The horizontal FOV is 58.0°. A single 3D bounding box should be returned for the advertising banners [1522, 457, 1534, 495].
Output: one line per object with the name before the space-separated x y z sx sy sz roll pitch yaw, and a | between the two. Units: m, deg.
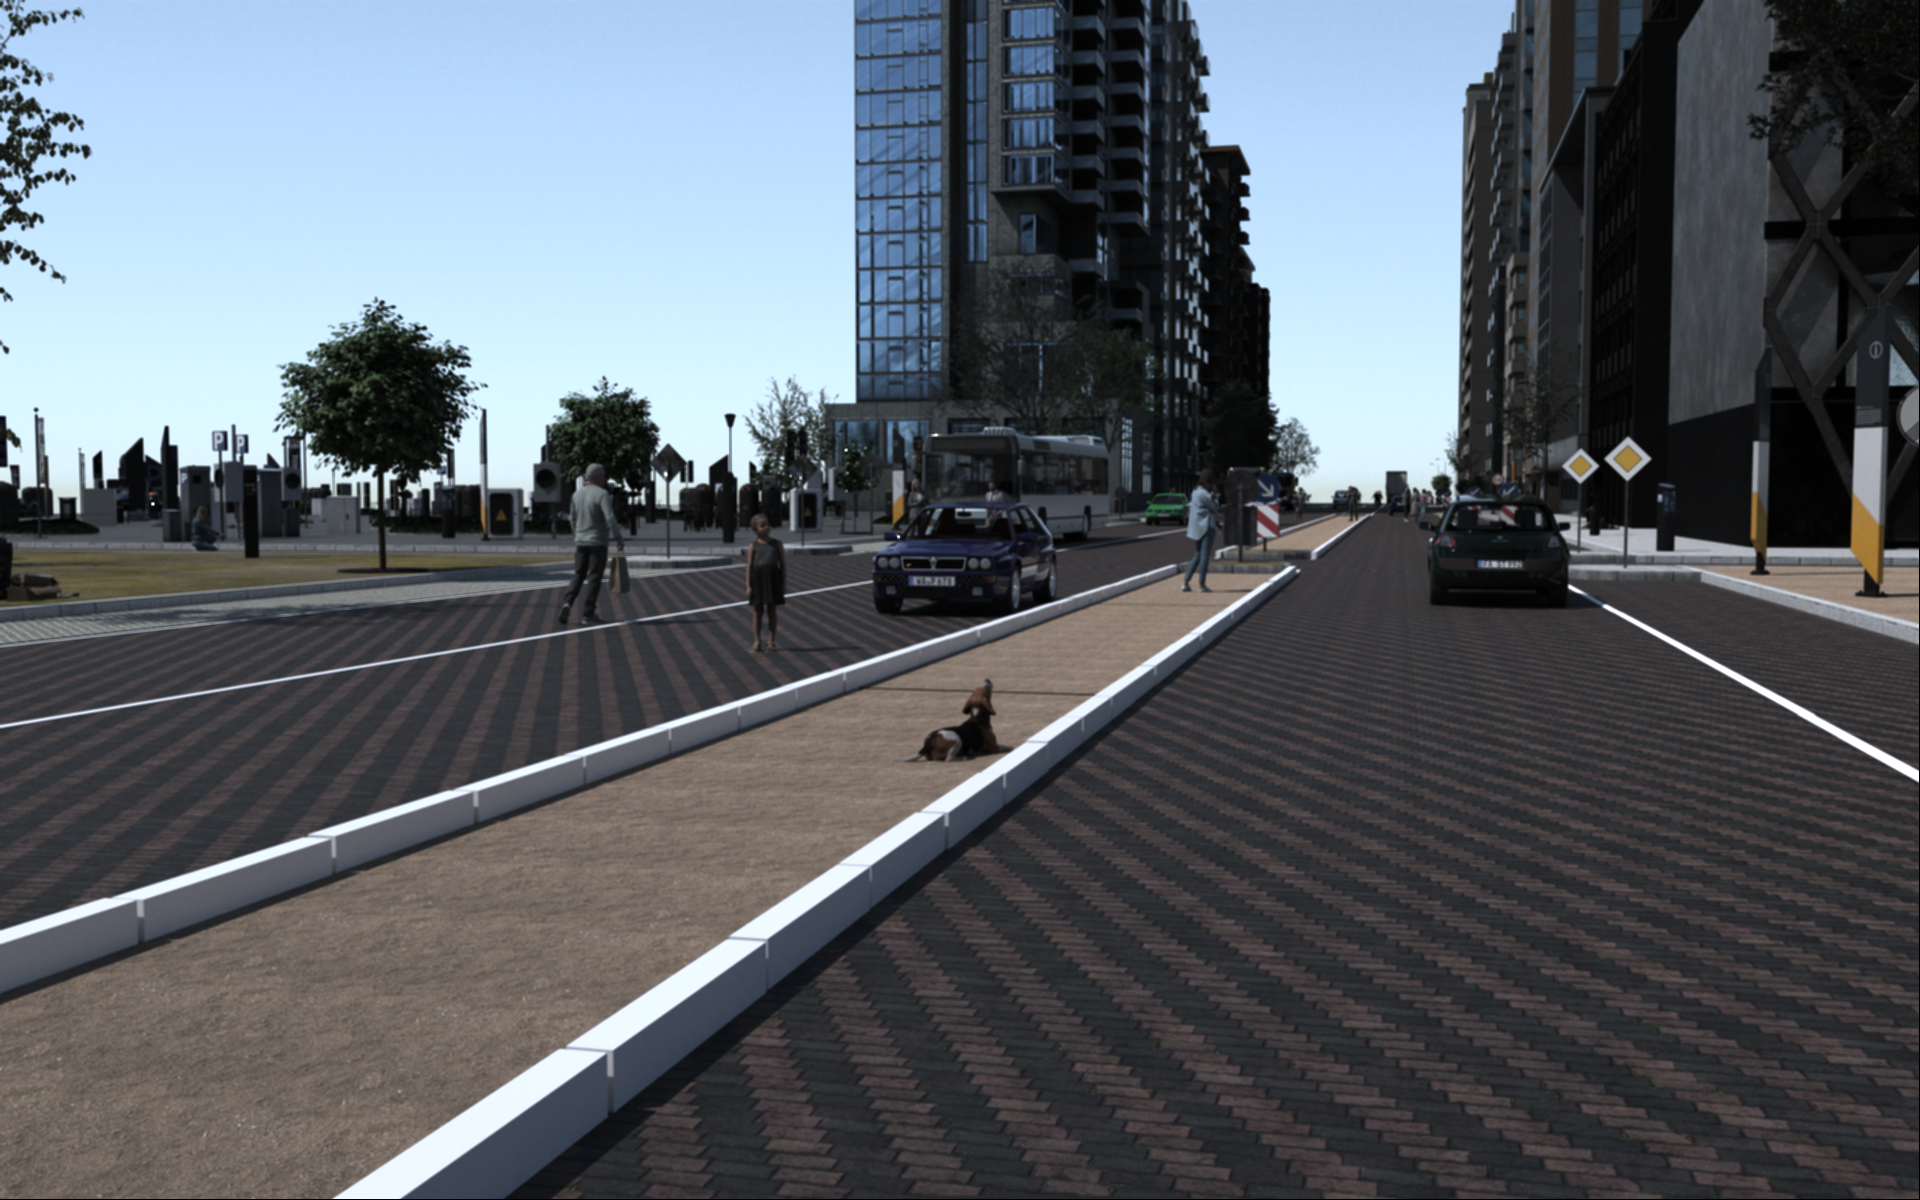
advertising banners | 26.551 -5.189 81.034 0.090 3.025 2.074 0 4 5

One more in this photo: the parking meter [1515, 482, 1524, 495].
parking meter | 27.159 -4.798 84.155 0.399 1.863 0.255 2 4 26

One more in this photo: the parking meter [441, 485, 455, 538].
parking meter | -14.973 -2.584 50.667 0.372 1.533 0.369 0 3 0

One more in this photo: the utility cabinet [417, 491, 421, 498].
utility cabinet | -38.614 -7.080 124.433 0.318 1.500 1.173 -3 5 -41

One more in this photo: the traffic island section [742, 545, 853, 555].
traffic island section | -3.845 -1.213 42.117 2.009 0.180 2.903 1 4 14

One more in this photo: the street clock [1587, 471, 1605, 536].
street clock | 20.109 -3.069 54.745 0.471 2.002 0.358 -1 4 -20

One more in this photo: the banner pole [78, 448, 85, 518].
banner pole | -47.672 -6.365 94.077 0.863 3.779 0.401 3 5 44

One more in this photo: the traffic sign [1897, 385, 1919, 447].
traffic sign | 11.000 -1.193 19.609 0.768 2.556 0.104 1 4 18

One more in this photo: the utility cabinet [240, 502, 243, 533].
utility cabinet | -22.951 -2.922 56.452 1.173 1.500 0.318 0 4 2

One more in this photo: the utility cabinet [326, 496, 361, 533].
utility cabinet | -20.139 -2.777 56.571 1.020 1.237 0.306 0 4 6

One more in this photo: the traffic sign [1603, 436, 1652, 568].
traffic sign | 11.514 -1.607 29.922 0.795 2.450 0.064 1 4 14

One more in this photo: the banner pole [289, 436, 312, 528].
banner pole | -25.124 -4.639 65.870 0.863 3.779 0.401 0 4 5

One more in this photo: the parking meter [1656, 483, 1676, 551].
parking meter | 15.868 -1.866 38.919 0.372 1.533 0.369 0 3 0

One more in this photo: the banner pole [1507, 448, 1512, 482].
banner pole | 29.875 -6.378 94.291 0.401 3.779 0.863 2 4 33

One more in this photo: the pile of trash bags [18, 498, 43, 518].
pile of trash bags | -51.576 -5.123 93.520 1.912 1.369 3.447 2 4 30

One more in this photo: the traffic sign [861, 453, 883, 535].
traffic sign | -2.756 -3.299 54.040 0.768 2.556 0.104 1 4 21

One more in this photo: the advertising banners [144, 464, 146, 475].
advertising banners | -49.018 -6.474 102.042 2.074 3.025 0.090 0 4 -5

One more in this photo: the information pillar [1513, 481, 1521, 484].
information pillar | 31.116 -5.648 96.838 0.304 2.012 0.304 -3 4 -39

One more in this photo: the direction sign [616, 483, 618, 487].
direction sign | -17.966 -6.036 90.690 0.876 3.537 0.379 3 4 36

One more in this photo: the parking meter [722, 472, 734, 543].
parking meter | -6.109 -2.446 45.700 0.255 1.863 0.399 0 4 1

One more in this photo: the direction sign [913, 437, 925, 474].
direction sign | -1.405 -4.666 68.290 0.876 3.537 0.379 1 4 8

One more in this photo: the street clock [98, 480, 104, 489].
street clock | -45.084 -5.285 90.982 0.358 2.002 0.471 -1 4 -20

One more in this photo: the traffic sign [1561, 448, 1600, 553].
traffic sign | 13.475 -2.081 37.664 0.795 2.450 0.064 1 4 14

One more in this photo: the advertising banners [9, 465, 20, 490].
advertising banners | -56.061 -6.617 104.368 2.074 3.025 0.090 -2 4 -26

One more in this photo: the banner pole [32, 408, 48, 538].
banner pole | -26.547 -3.670 50.018 0.863 3.779 0.401 3 5 45

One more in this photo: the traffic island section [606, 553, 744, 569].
traffic island section | -5.806 -0.740 34.376 2.009 0.180 2.903 1 4 14

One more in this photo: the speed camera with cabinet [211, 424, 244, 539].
speed camera with cabinet | -21.263 -3.379 49.575 2.038 3.252 0.660 3 5 41

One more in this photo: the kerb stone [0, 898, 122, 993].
kerb stone | -2.780 1.051 5.005 0.120 0.150 1.000 1 4 14

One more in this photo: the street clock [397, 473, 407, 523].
street clock | -19.533 -3.432 60.688 0.358 2.002 0.471 -2 4 -34

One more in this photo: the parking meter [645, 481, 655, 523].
parking meter | -13.780 -4.357 76.949 0.399 1.863 0.255 2 4 31

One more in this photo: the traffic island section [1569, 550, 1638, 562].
traffic island section | 13.499 -0.945 37.735 2.009 0.180 2.903 1 4 14

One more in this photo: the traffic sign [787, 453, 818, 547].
traffic sign | -3.820 -2.349 42.049 0.795 2.450 0.064 1 4 14

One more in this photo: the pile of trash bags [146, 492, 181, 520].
pile of trash bags | -40.163 -4.755 87.494 3.447 1.369 1.912 3 5 42

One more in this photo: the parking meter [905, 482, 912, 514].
parking meter | -2.539 -4.797 84.150 0.255 1.863 0.399 -3 5 -41

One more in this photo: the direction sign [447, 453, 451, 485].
direction sign | -25.265 -5.732 85.722 0.379 3.537 0.876 0 4 -5

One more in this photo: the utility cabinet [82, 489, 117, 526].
utility cabinet | -34.302 -3.693 69.057 1.173 1.500 0.318 -1 4 -13

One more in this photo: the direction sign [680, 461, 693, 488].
direction sign | -18.443 -7.645 116.992 0.876 3.537 0.379 -1 4 -18

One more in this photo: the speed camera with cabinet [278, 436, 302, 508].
speed camera with cabinet | -23.378 -3.934 58.649 0.660 3.252 2.038 3 5 41

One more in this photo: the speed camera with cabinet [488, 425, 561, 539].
speed camera with cabinet | -12.467 -3.367 49.386 2.038 3.252 0.660 0 4 -3

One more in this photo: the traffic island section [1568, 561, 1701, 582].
traffic island section | 11.538 -0.472 29.993 2.009 0.180 2.903 1 4 14

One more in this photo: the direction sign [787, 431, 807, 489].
direction sign | -5.846 -4.292 62.175 0.876 3.537 0.379 -3 5 -42

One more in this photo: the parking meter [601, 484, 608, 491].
parking meter | -19.547 -5.474 95.207 0.399 1.863 0.255 2 4 26

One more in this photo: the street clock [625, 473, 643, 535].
street clock | -10.189 -3.023 53.992 0.471 2.002 0.358 -1 4 -8

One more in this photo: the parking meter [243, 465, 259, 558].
parking meter | -14.252 -1.780 34.817 0.255 1.863 0.399 -1 4 -21

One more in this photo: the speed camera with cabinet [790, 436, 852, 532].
speed camera with cabinet | -4.720 -3.943 58.808 2.038 3.252 0.660 -1 4 -22

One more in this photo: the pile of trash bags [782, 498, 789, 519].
pile of trash bags | -8.678 -4.789 88.055 1.912 1.369 3.447 1 4 22

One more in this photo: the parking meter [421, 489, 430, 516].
parking meter | -24.835 -4.410 80.516 0.372 1.533 0.369 0 3 0

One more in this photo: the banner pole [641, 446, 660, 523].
banner pole | -13.967 -5.375 77.893 0.863 3.779 0.401 -1 4 -14

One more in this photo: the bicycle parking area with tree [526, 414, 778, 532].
bicycle parking area with tree | -10.842 -4.595 62.126 8.231 4.147 9.016 1 4 19

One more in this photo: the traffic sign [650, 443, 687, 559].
traffic sign | -5.781 -1.876 34.308 0.795 2.450 0.064 1 4 14

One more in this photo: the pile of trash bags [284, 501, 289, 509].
pile of trash bags | -36.731 -5.110 93.308 3.447 1.369 1.912 2 4 31

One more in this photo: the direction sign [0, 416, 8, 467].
direction sign | -28.018 -3.551 50.059 0.876 3.537 0.379 -2 4 -30

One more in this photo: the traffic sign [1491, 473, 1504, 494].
traffic sign | 32.771 -6.452 105.598 0.768 2.556 0.104 1 4 16
